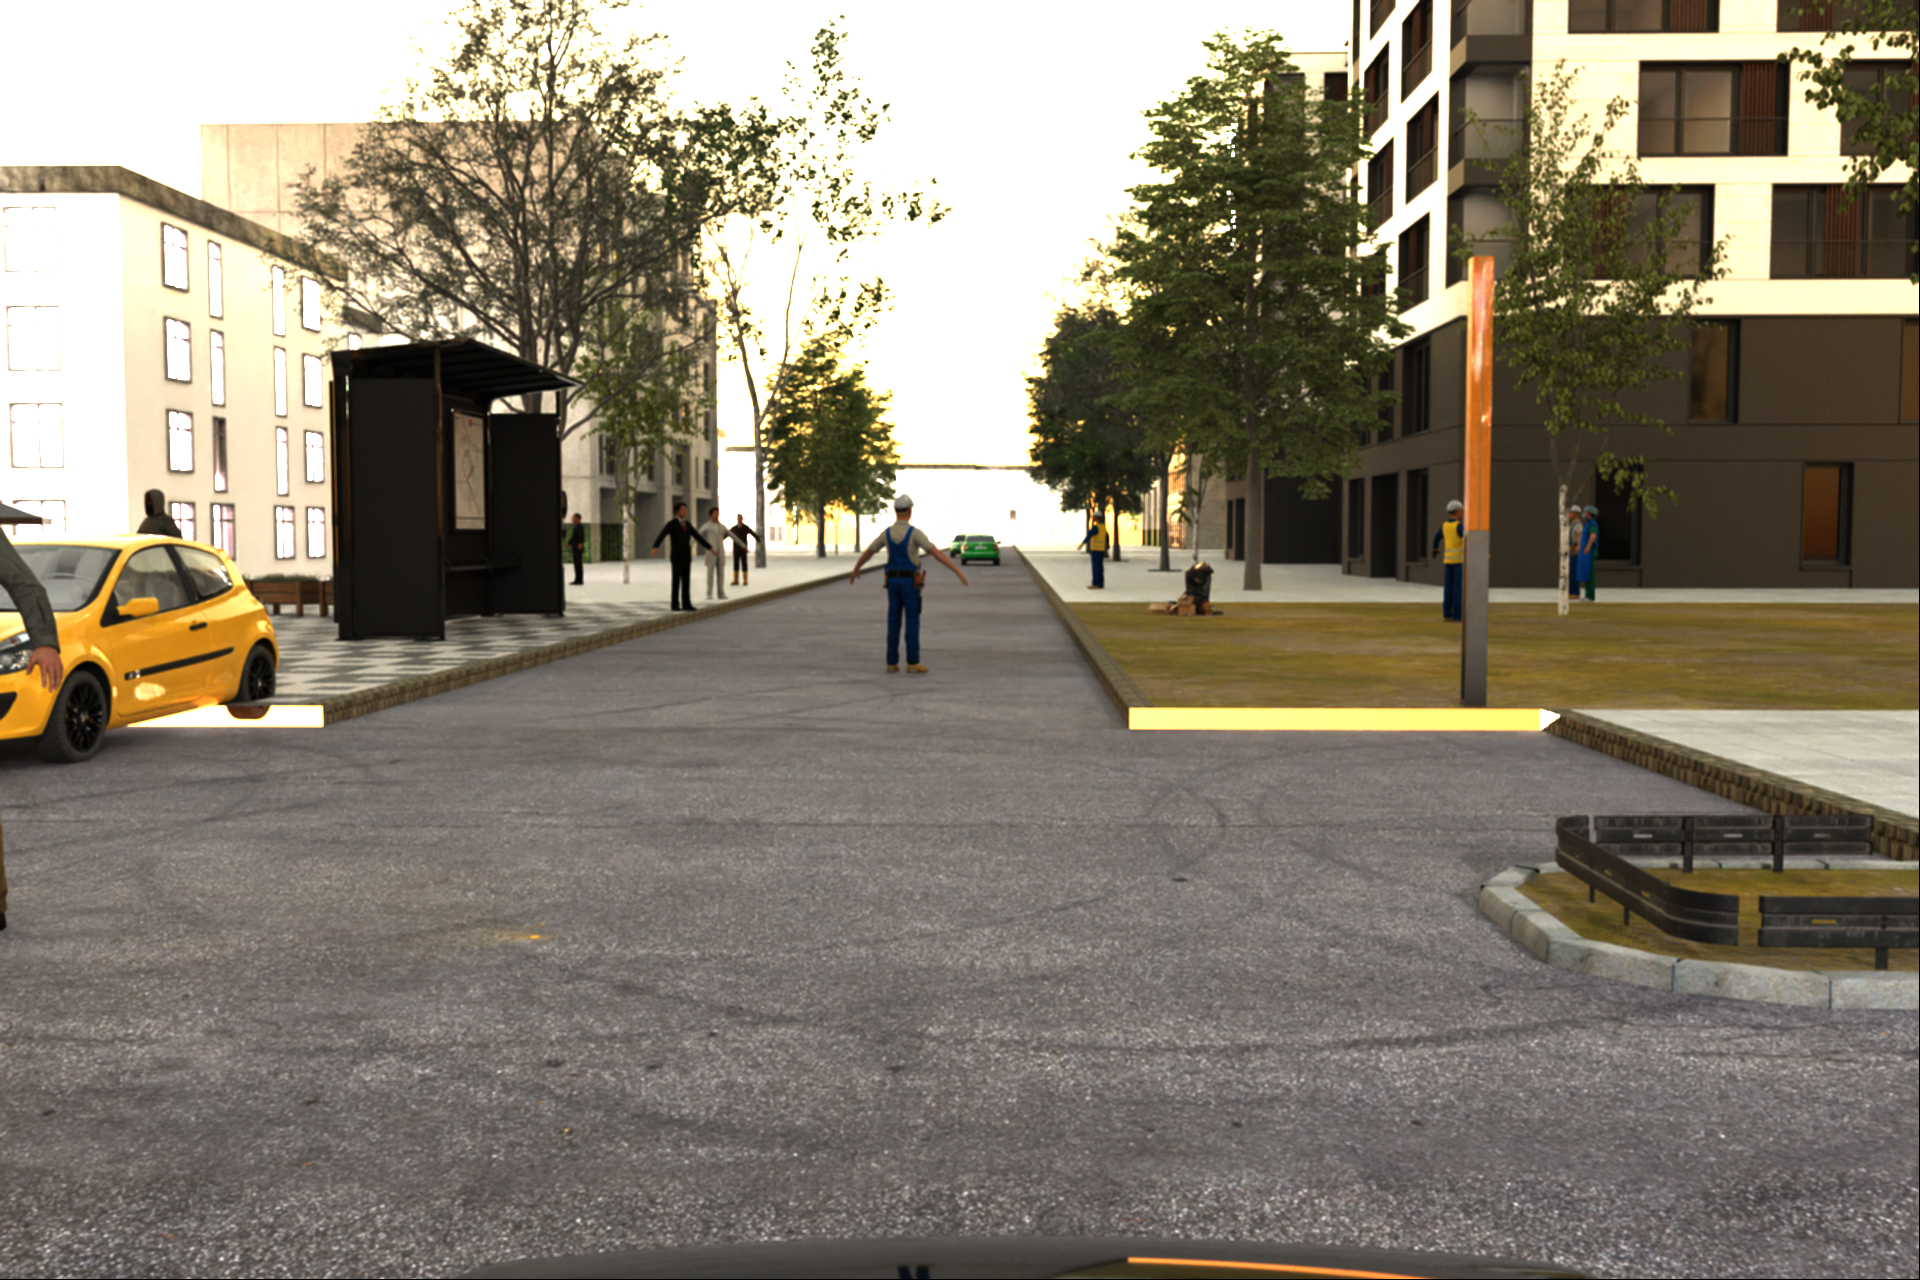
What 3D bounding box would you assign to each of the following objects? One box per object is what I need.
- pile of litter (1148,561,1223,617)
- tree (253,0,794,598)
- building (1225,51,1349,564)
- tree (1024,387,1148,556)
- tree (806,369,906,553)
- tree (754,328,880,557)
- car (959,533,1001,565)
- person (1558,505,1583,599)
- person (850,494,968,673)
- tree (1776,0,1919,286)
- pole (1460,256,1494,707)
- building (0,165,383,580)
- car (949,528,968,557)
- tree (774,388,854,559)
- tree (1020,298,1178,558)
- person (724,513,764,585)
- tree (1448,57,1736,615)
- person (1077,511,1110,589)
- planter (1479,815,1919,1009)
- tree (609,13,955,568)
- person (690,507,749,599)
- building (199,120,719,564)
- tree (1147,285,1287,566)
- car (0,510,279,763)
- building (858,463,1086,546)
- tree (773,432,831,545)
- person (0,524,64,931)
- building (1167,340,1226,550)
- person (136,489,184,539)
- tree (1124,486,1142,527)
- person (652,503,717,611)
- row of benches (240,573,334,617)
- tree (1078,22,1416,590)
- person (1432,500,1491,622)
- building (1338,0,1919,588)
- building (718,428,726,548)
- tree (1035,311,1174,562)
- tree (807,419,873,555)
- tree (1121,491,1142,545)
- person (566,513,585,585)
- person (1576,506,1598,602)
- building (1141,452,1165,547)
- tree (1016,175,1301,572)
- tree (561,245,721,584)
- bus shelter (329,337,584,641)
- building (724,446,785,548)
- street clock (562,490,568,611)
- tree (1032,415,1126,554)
[{"bbox_3d":[3.603,-0.843,27.754,1.176,0.858,1.719,0,4,1],"label":"pile of litter"},{"bbox_3d":[-8.422,-7.595,34.544,12.009,13.543,11.850,0,3,0],"label":"tree"},{"bbox_3d":[27.499,-15.025,89.639,27.936,21.610,32.646,0,4,2],"label":"building"},{"bbox_3d":[7.728,-10.277,102.438,8.767,10.594,7.601,1,4,13],"label":"tree"},{"bbox_3d":[-7.350,-12.331,119.739,7.486,12.596,7.792,0,3,0],"label":"tree"},{"bbox_3d":[-7.910,-10.856,95.620,7.486,12.596,7.792,0,3,0],"label":"tree"},{"bbox_3d":[0.940,-4.381,80.421,1.959,1.807,4.718,0,4,0],"label":"car"},{"bbox_3d":[12.058,-1.727,34.095,0.705,1.847,1.347,0,4,5],"label":"person"},{"bbox_3d":[-0.573,-0.589,17.948,1.347,1.847,0.705,2,4,24],"label":"person"},{"bbox_3d":[9.675,-4.003,15.804,4.737,8.622,4.395,0,3,0],"label":"tree"},{"bbox_3d":[3.839,-1.163,12.855,0.158,3.312,0.155,0,3,0],"label":"pole"},{"bbox_3d":[-23.417,-6.819,53.632,9.099,9.664,28.070,0,4,1],"label":"building"},{"bbox_3d":[0.314,-6.040,107.556,1.959,1.807,4.718,0,4,1],"label":"car"},{"bbox_3d":[-7.253,-8.391,87.548,4.737,8.622,4.395,0,3,0],"label":"tree"},{"bbox_3d":[7.667,-11.379,92.701,9.857,13.997,8.962,0,3,0],"label":"tree"},{"bbox_3d":[-5.534,-2.288,43.548,1.346,1.812,0.704,1,4,12],"label":"person"},{"bbox_3d":[9.596,-4.693,27.096,4.737,8.622,4.395,0,3,0],"label":"tree"},{"bbox_3d":[3.209,-2.126,40.731,0.705,1.833,1.349,3,4,36],"label":"person"},{"bbox_3d":[2.963,0.914,6.200,1.991,0.319,1.994,0,4,2],"label":"planter"},{"bbox_3d":[-6.862,-12.729,64.002,12.611,20.169,13.585,0,3,0],"label":"tree"},{"bbox_3d":[-4.820,-1.712,34.184,1.347,1.806,0.705,-2,4,-30],"label":"person"},{"bbox_3d":[-23.723,-13.692,90.318,16.747,18.905,31.486,0,4,2],"label":"building"},{"bbox_3d":[6.807,-6.001,48.487,4.737,8.622,4.395,0,3,0],"label":"tree"},{"bbox_3d":[-6.299,-0.113,12.068,2.015,1.641,3.980,0,4,2],"label":"car"},{"bbox_3d":[1.326,-16.076,207.445,28.070,9.664,9.099,0,4,-7],"label":"building"},{"bbox_3d":[-19.793,-18.606,210.861,9.857,13.997,8.962,0,3,0],"label":"tree"},{"bbox_3d":[-3.652,0.155,6.202,1.348,1.796,0.705,2,4,23],"label":"person"},{"bbox_3d":[27.945,-19.519,150.066,19.493,23.208,18.063,0,4,2],"label":"building"},{"bbox_3d":[-9.568,-0.884,20.576,1.348,1.813,0.705,2,4,32],"label":"person"},{"bbox_3d":[23.141,-17.871,210.314,7.486,12.596,7.792,0,3,0],"label":"tree"},{"bbox_3d":[-4.640,-1.390,28.913,0.705,1.806,1.347,3,5,42],"label":"person"},{"bbox_3d":[-10.572,-0.730,27.405,4.104,0.672,1.422,1,4,22],"label":"row of benches"},{"bbox_3d":[6.462,-7.433,39.650,7.486,12.596,7.792,0,3,0],"label":"tree"},{"bbox_3d":[7.295,-1.152,25.297,0.721,1.772,1.216,-2,4,-24],"label":"person"},{"bbox_3d":[26.105,-12.985,56.285,27.936,21.610,32.646,0,4,1],"label":"building"},{"bbox_3d":[-23.507,-12.143,140.682,9.099,9.664,28.070,0,4,1],"label":"building"},{"bbox_3d":[7.240,-9.495,81.006,9.928,11.665,9.643,0,3,0],"label":"tree"},{"bbox_3d":[-7.588,-9.431,104.565,4.360,8.622,3.978,0,3,0],"label":"tree"},{"bbox_3d":[20.648,-15.538,204.414,4.737,8.622,4.395,0,3,0],"label":"tree"},{"bbox_3d":[-9.684,-2.295,43.740,0.704,1.802,1.346,-2,4,-27],"label":"person"},{"bbox_3d":[11.838,-1.623,32.670,0.704,1.817,1.347,1,4,16],"label":"person"},{"bbox_3d":[28.789,-19.391,183.496,16.747,18.905,31.486,0,4,2],"label":"building"},{"bbox_3d":[6.986,-9.109,59.308,12.009,13.543,11.850,0,3,0],"label":"tree"},{"bbox_3d":[-8.383,-5.753,44.423,4.737,8.622,4.395,0,3,0],"label":"tree"},{"bbox_3d":[-6.695,-1.989,23.801,1.731,3.624,6.357,0,4,1],"label":"bus shelter"},{"bbox_3d":[-22.452,-14.467,178.678,9.099,9.664,28.070,0,4,1],"label":"building"},{"bbox_3d":[-6.688,-1.481,28.783,0.358,2.002,0.471,0,4,2],"label":"street clock"},{"bbox_3d":[8.436,-11.532,114.297,9.928,11.665,9.643,0,3,0],"label":"tree"}]
